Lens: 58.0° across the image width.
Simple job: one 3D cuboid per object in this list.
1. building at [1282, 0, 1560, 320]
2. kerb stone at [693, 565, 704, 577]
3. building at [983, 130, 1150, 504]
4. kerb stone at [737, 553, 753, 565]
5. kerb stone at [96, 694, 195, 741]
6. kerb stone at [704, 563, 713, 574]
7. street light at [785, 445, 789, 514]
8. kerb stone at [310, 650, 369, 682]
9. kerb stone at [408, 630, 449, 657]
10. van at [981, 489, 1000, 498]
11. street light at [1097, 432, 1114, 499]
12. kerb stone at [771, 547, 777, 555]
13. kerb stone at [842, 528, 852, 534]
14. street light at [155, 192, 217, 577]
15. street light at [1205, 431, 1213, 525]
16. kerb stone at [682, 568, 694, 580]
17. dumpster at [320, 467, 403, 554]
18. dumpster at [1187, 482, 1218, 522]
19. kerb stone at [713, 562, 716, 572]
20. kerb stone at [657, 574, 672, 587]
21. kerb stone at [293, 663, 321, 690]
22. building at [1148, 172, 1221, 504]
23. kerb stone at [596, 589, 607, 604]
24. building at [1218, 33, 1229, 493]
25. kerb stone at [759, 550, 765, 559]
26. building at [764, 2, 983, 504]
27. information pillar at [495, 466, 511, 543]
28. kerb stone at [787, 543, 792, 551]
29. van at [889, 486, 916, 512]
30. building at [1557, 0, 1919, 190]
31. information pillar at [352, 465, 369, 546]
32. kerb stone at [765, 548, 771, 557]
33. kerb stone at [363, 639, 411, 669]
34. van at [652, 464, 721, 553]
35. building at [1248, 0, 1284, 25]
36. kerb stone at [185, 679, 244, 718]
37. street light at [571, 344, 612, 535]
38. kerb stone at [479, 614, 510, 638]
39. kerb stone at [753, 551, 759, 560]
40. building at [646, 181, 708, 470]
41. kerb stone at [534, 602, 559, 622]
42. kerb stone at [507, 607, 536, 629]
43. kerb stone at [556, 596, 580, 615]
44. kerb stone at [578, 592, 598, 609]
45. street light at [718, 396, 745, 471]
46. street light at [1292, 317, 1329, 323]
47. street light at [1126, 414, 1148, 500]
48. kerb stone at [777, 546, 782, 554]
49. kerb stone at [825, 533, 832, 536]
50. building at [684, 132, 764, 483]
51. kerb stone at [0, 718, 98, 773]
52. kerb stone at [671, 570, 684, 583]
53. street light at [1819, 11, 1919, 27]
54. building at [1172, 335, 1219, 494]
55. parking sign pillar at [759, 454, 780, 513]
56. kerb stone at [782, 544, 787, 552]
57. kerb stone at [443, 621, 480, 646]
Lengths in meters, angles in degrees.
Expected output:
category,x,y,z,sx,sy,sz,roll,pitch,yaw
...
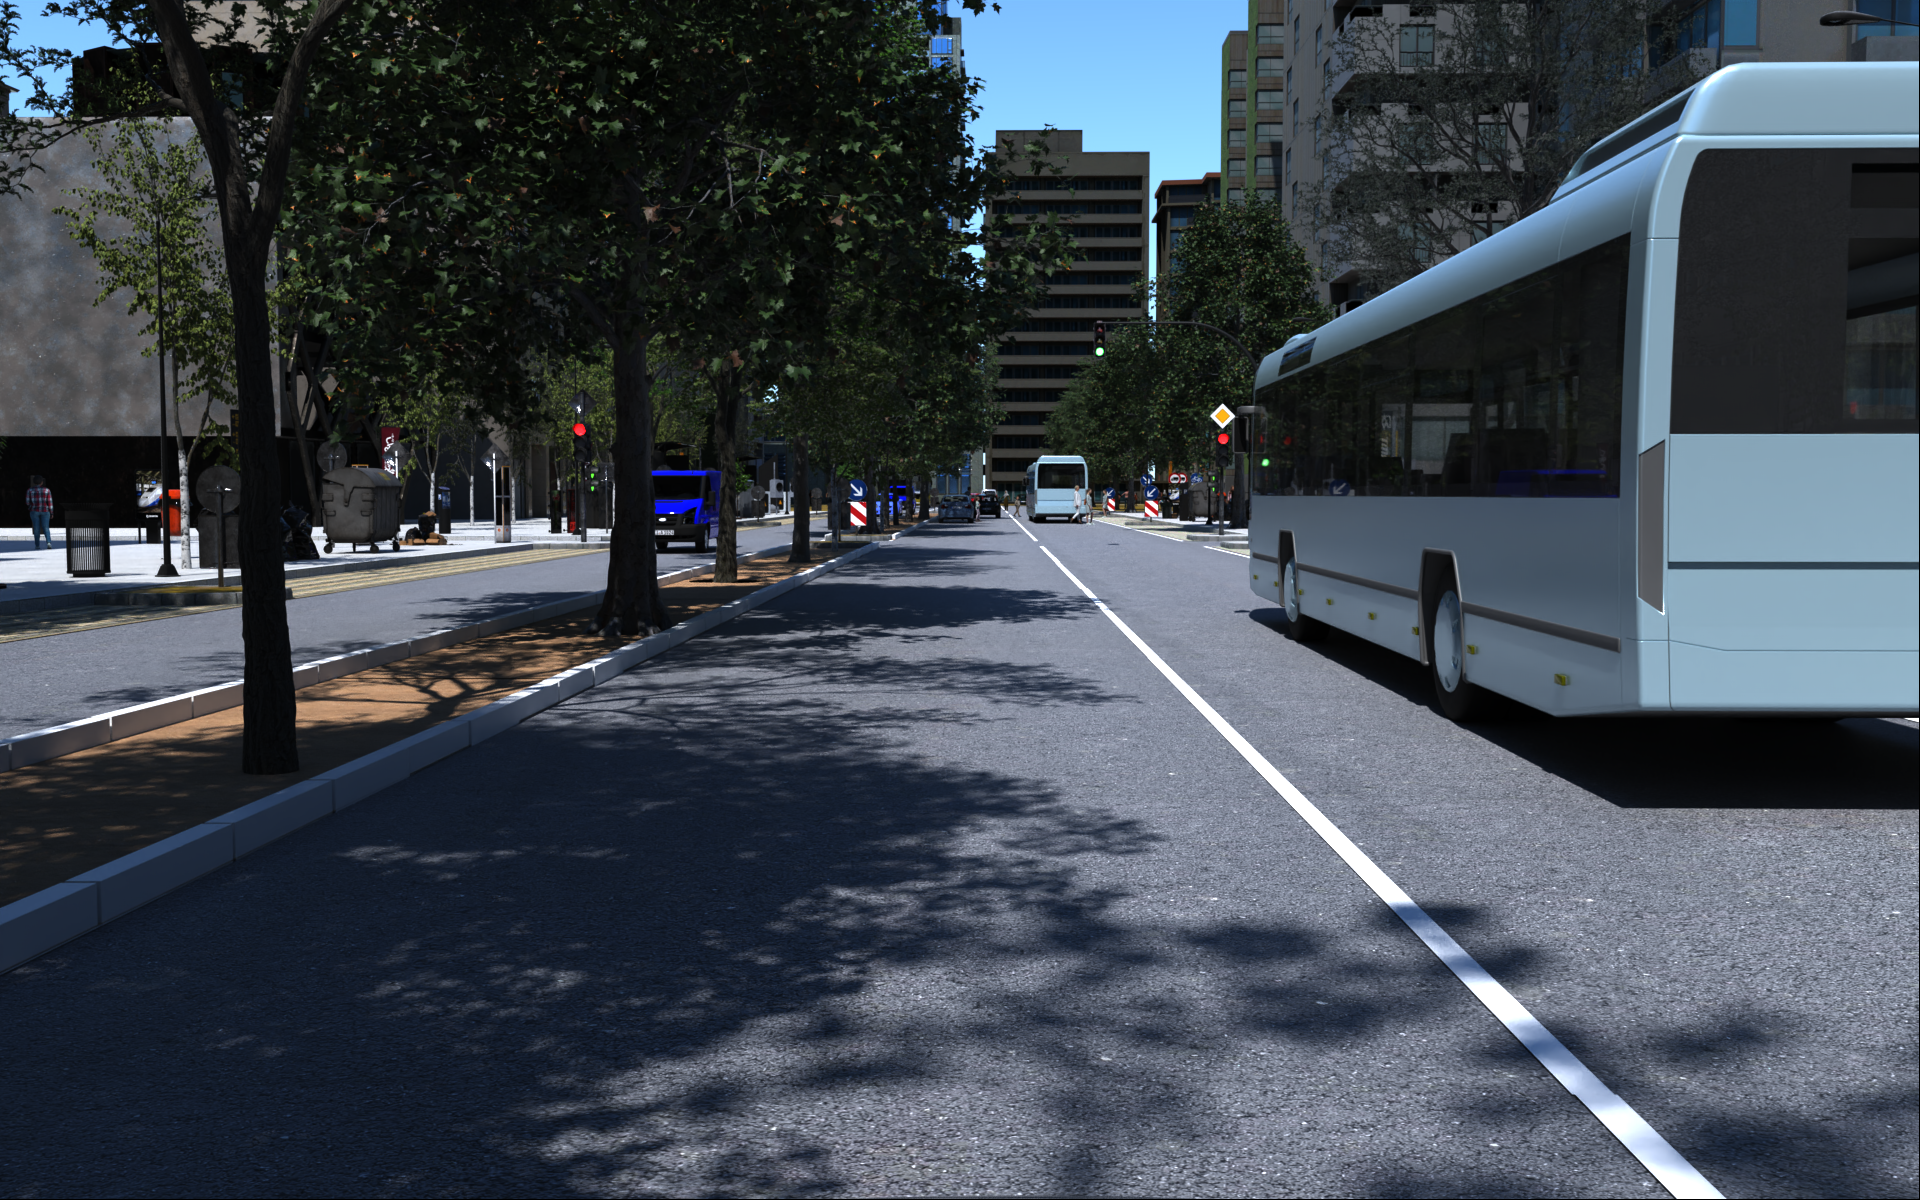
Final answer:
category,x,y,z,sx,sy,sz,roll,pitch,yaw
building,35.532,-31.659,106.863,28.713,52.752,27.495,0,4,1
kerb stone,-4.605,-0.473,29.933,0.120,0.150,1.000,0,4,1
building,13.942,-37.300,233.556,21.600,48.544,21.300,0,4,1
kerb stone,-4.499,-0.849,36.091,0.120,0.150,1.000,0,4,1
kerb stone,-4.935,0.717,10.474,0.120,0.150,1.000,0,4,1
kerb stone,-4.594,-0.536,30.955,0.120,0.150,1.000,0,4,1
street light,-10.405,-8.369,109.369,1.470,5.913,1.316,0,4,1
kerb stone,-4.882,0.529,13.550,0.120,0.150,1.000,0,4,1
kerb stone,-4.839,0.404,15.596,0.120,0.150,1.000,0,4,1
van,2.528,-8.864,151.937,2.013,2.044,4.112,0,4,1
street light,10.867,-9.548,128.649,1.470,5.913,1.316,0,4,1
kerb stone,-4.432,-1.101,40.192,0.120,0.150,1.000,0,4,1
kerb stone,-4.071,-2.446,62.220,0.120,0.150,1.000,0,4,1
street light,-11.772,-3.314,26.722,1.470,5.913,1.316,0,4,1
street light,9.878,-6.100,72.270,1.470,5.913,1.316,0,4,1
kerb stone,-4.630,-0.410,28.910,0.120,0.150,1.000,0,4,1
dumpster,-13.090,-1.965,37.882,1.264,1.857,1.865,0,4,1
dumpster,11.302,-4.577,80.586,1.264,1.857,1.865,0,4,1
kerb stone,-4.574,-0.595,31.987,0.120,0.150,1.000,0,4,1
kerb stone,-4.657,-0.276,26.866,0.120,0.150,1.000,0,4,1
kerb stone,-4.893,0.600,12.518,0.120,0.150,1.000,0,4,1
building,39.171,-35.385,233.168,28.867,44.769,22.147,0,4,1
kerb stone,-4.726,-0.036,22.776,0.120,0.150,1.000,0,4,1
building,30.331,-28.943,156.813,14.154,41.232,14.086,0,4,1
kerb stone,-4.475,-0.975,38.141,0.120,0.150,1.000,0,4,1
building,-12.345,-56.314,233.407,31.000,86.520,22.319,0,4,1
information pillar,-12.026,-2.510,45.532,0.304,2.012,0.304,2,4,27
kerb stone,-4.386,-1.289,43.275,0.120,0.150,1.000,0,4,1
van,-4.261,-7.469,126.497,2.240,2.365,5.245,0,4,1
building,42.480,-27.927,76.220,30.456,49.044,23.786,0,4,1
information pillar,-14.980,-2.374,43.309,0.304,2.012,0.304,-3,5,-41
kerb stone,-4.453,-1.038,39.167,0.120,0.150,1.000,0,4,1
kerb stone,-4.865,0.466,14.572,0.120,0.150,1.000,0,4,1
van,-7.041,-2.406,43.727,2.240,2.365,5.245,0,4,1
building,30.257,-28.053,142.255,14.154,41.232,14.086,0,4,1
kerb stone,-4.917,0.654,11.496,0.120,0.150,1.000,0,4,1
street light,-11.405,-4.975,53.880,1.470,5.913,1.316,0,4,1
kerb stone,-4.808,0.280,17.649,0.120,0.150,1.000,0,4,1
kerb stone,-4.489,-0.907,37.114,0.120,0.150,1.000,0,4,1
building,-36.014,-33.847,142.630,28.713,52.752,27.495,0,4,1
kerb stone,-4.778,0.152,19.706,0.120,0.150,1.000,0,4,1
kerb stone,-4.798,0.215,18.682,0.120,0.150,1.000,0,4,1
kerb stone,-4.761,0.090,20.728,0.120,0.150,1.000,0,4,1
kerb stone,-4.746,0.031,21.751,0.120,0.150,1.000,0,4,1
street light,-10.827,-6.674,81.665,1.470,5.913,1.316,0,4,1
street light,9.426,-4.472,45.662,1.470,5.913,1.316,0,4,1
street light,10.297,-7.808,100.208,1.470,5.913,1.316,0,4,1
kerb stone,-4.424,-1.164,41.228,0.120,0.150,1.000,0,4,1
kerb stone,-4.177,-2.072,56.066,0.120,0.150,1.000,0,4,1
building,-42.279,-42.335,234.179,28.212,58.520,21.231,0,4,1
kerb stone,-4.946,0.783,9.439,0.120,0.150,1.000,0,4,1
kerb stone,-4.636,-0.343,27.888,0.120,0.150,1.000,0,4,1
street light,8.976,-2.709,16.830,1.470,5.913,1.316,0,4,1
building,37.051,-20.414,178.815,27.650,21.520,28.899,0,4,1
parking sign pillar,-12.812,-7.802,116.039,1.447,3.967,1.447,0,4,3
kerb stone,-4.399,-1.221,42.253,0.120,0.150,1.000,0,4,1
kerb stone,-4.836,0.341,16.620,0.120,0.150,1.000,0,4,1
